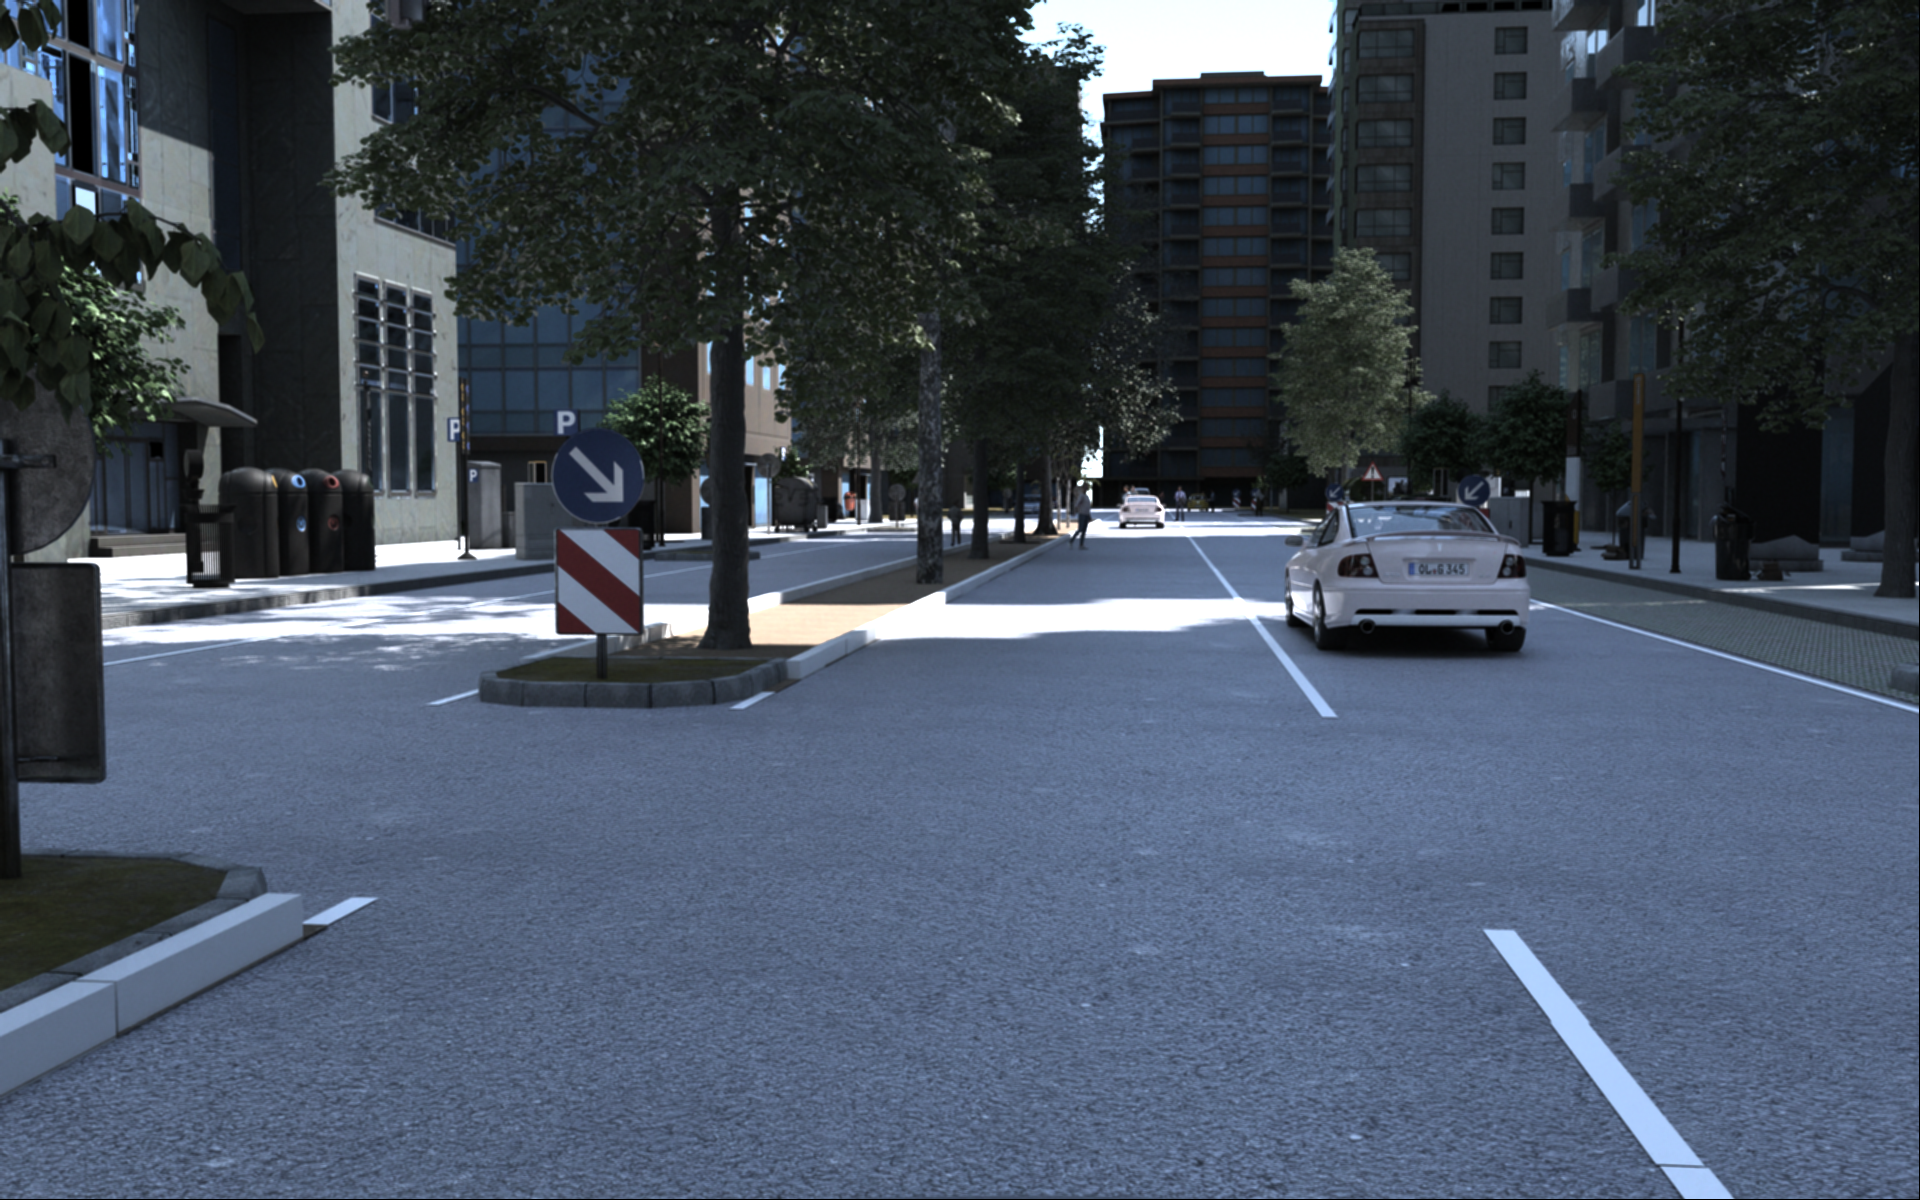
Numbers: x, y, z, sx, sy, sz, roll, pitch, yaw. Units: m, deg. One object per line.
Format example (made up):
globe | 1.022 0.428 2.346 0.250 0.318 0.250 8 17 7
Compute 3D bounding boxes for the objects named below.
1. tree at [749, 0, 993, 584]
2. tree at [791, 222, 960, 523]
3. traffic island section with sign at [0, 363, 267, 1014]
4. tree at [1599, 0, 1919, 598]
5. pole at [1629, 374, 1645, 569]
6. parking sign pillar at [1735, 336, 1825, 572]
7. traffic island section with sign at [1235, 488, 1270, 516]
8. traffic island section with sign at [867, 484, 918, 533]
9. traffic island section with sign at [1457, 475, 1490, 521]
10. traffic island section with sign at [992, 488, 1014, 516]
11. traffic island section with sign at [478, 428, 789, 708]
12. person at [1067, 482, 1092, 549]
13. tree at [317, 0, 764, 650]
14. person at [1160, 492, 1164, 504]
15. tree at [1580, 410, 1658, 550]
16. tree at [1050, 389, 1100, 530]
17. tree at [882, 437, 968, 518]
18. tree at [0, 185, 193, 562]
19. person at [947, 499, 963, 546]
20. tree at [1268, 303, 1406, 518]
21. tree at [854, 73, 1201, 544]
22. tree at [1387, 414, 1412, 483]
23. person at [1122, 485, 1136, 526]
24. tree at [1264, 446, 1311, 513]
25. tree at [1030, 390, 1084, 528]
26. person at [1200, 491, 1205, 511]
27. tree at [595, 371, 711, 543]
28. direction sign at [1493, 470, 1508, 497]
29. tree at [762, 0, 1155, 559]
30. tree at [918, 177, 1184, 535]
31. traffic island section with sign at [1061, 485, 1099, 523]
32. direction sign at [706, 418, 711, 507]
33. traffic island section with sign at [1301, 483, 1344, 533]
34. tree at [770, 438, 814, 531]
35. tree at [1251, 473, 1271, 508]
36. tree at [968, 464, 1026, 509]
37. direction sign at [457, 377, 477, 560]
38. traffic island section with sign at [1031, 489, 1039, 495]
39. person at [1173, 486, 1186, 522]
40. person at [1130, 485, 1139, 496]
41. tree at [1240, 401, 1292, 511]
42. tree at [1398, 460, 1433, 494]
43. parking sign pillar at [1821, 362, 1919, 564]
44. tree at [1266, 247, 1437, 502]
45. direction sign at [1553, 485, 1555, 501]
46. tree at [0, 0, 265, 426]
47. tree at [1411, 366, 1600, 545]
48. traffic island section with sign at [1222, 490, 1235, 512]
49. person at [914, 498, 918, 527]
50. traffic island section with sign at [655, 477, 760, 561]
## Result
tree | -1.593 -10.376 27.998 12.611 20.169 13.585 0 3 0
tree | -3.699 -10.465 77.756 9.857 13.997 8.962 0 3 0
traffic island section with sign | -3.255 0.180 5.196 2.006 1.907 1.989 0 4 6
tree | 12.050 -6.292 21.006 7.486 12.596 7.792 0 3 0
pole | 11.528 -2.180 29.478 0.158 3.312 0.155 0 3 0
parking sign pillar | 13.732 -2.481 29.043 1.447 3.967 1.447 2 4 26
traffic island section with sign | 19.176 -6.391 113.113 1.989 1.847 2.006 0 4 6
traffic island section with sign | -2.381 -3.470 65.357 1.989 1.847 2.006 0 4 6
traffic island section with sign | 10.520 -1.693 36.312 1.989 1.847 2.006 0 4 6
traffic island section with sign | 3.169 -6.486 114.676 1.989 1.847 2.006 0 4 6
traffic island section with sign | -2.415 -0.270 12.555 2.006 1.907 1.989 0 4 6
person | 3.051 -2.176 44.754 0.598 1.740 0.731 1 4 21
tree | -2.201 -5.840 16.073 7.486 12.596 7.792 0 3 0
person | 19.037 -9.374 163.242 0.415 1.643 0.593 1 4 22
tree | 15.233 -2.789 40.208 1.663 3.219 1.824 0 3 0
tree | 3.931 -7.057 68.199 4.737 8.622 4.395 0 3 0
tree | -2.707 -6.807 95.013 4.285 4.588 4.351 0 3 0
tree | -10.228 -2.132 18.579 4.285 4.588 4.351 0 3 0
person | -0.130 -2.115 47.345 0.475 1.303 0.640 1 4 10
tree | 20.133 -10.214 92.762 9.928 11.665 9.643 0 3 0
tree | 1.742 -8.365 49.588 12.009 13.543 11.850 0 3 0
tree | 14.612 -4.215 52.633 4.285 4.588 4.351 0 3 0
person | 7.362 -4.134 76.192 0.778 1.811 0.616 0 4 0
tree | 22.245 -8.175 117.374 4.285 4.588 4.351 0 3 0
tree | 4.550 -7.338 72.798 4.360 8.622 3.978 0 3 0
person | 20.482 -8.373 146.312 0.530 1.710 0.541 1 4 17
tree | -8.026 -3.826 46.271 4.285 4.588 4.351 0 3 0
direction sign | 24.894 -5.358 79.604 0.876 3.537 0.379 -1 4 -15
tree | 0.375 -7.194 38.203 7.486 12.596 7.792 0 3 0
tree | 3.018 -8.622 60.429 9.611 12.733 9.660 0 3 0
traffic island section with sign | 5.992 -4.837 87.224 2.006 1.907 1.989 0 4 6
direction sign | -7.434 -3.639 51.496 0.379 3.537 0.876 -1 4 -18
traffic island section with sign | 13.607 -3.372 63.759 1.989 1.847 2.006 0 4 6
tree | -5.828 -4.023 60.379 1.663 3.219 1.824 0 3 0
tree | 27.552 -10.102 159.775 1.663 3.219 1.824 0 3 0
tree | 2.233 -9.330 136.259 4.285 4.588 4.351 0 3 0
direction sign | -9.690 -2.565 33.930 0.379 3.537 0.876 0 4 -6
traffic island section with sign | 6.199 -8.124 141.461 1.989 1.847 2.006 0 4 6
person | 11.351 -4.984 89.853 0.709 1.838 0.599 2 4 30
person | 8.310 -4.528 82.334 0.655 1.846 0.447 -1 4 -21
tree | 23.585 -11.130 132.329 4.360 8.622 3.978 0 3 0
tree | 18.096 -4.518 68.476 1.663 3.219 1.824 0 3 0
parking sign pillar | 17.637 -2.723 32.986 1.447 3.967 1.447 -1 4 -11
tree | 17.893 -9.871 79.511 7.486 12.596 7.792 0 3 0
direction sign | 25.706 -5.072 74.927 0.876 3.537 0.379 3 4 37
tree | -3.044 -3.104 3.574 4.737 8.622 4.395 0 3 0
tree | 14.750 -3.713 44.416 4.285 4.588 4.351 0 3 0
traffic island section with sign | 22.193 -8.029 139.899 1.989 1.847 2.006 0 4 6
person | -1.748 -3.977 76.126 0.523 1.515 0.503 2 4 28
traffic island section with sign | -5.470 -1.797 38.003 1.989 1.847 2.006 0 4 6
